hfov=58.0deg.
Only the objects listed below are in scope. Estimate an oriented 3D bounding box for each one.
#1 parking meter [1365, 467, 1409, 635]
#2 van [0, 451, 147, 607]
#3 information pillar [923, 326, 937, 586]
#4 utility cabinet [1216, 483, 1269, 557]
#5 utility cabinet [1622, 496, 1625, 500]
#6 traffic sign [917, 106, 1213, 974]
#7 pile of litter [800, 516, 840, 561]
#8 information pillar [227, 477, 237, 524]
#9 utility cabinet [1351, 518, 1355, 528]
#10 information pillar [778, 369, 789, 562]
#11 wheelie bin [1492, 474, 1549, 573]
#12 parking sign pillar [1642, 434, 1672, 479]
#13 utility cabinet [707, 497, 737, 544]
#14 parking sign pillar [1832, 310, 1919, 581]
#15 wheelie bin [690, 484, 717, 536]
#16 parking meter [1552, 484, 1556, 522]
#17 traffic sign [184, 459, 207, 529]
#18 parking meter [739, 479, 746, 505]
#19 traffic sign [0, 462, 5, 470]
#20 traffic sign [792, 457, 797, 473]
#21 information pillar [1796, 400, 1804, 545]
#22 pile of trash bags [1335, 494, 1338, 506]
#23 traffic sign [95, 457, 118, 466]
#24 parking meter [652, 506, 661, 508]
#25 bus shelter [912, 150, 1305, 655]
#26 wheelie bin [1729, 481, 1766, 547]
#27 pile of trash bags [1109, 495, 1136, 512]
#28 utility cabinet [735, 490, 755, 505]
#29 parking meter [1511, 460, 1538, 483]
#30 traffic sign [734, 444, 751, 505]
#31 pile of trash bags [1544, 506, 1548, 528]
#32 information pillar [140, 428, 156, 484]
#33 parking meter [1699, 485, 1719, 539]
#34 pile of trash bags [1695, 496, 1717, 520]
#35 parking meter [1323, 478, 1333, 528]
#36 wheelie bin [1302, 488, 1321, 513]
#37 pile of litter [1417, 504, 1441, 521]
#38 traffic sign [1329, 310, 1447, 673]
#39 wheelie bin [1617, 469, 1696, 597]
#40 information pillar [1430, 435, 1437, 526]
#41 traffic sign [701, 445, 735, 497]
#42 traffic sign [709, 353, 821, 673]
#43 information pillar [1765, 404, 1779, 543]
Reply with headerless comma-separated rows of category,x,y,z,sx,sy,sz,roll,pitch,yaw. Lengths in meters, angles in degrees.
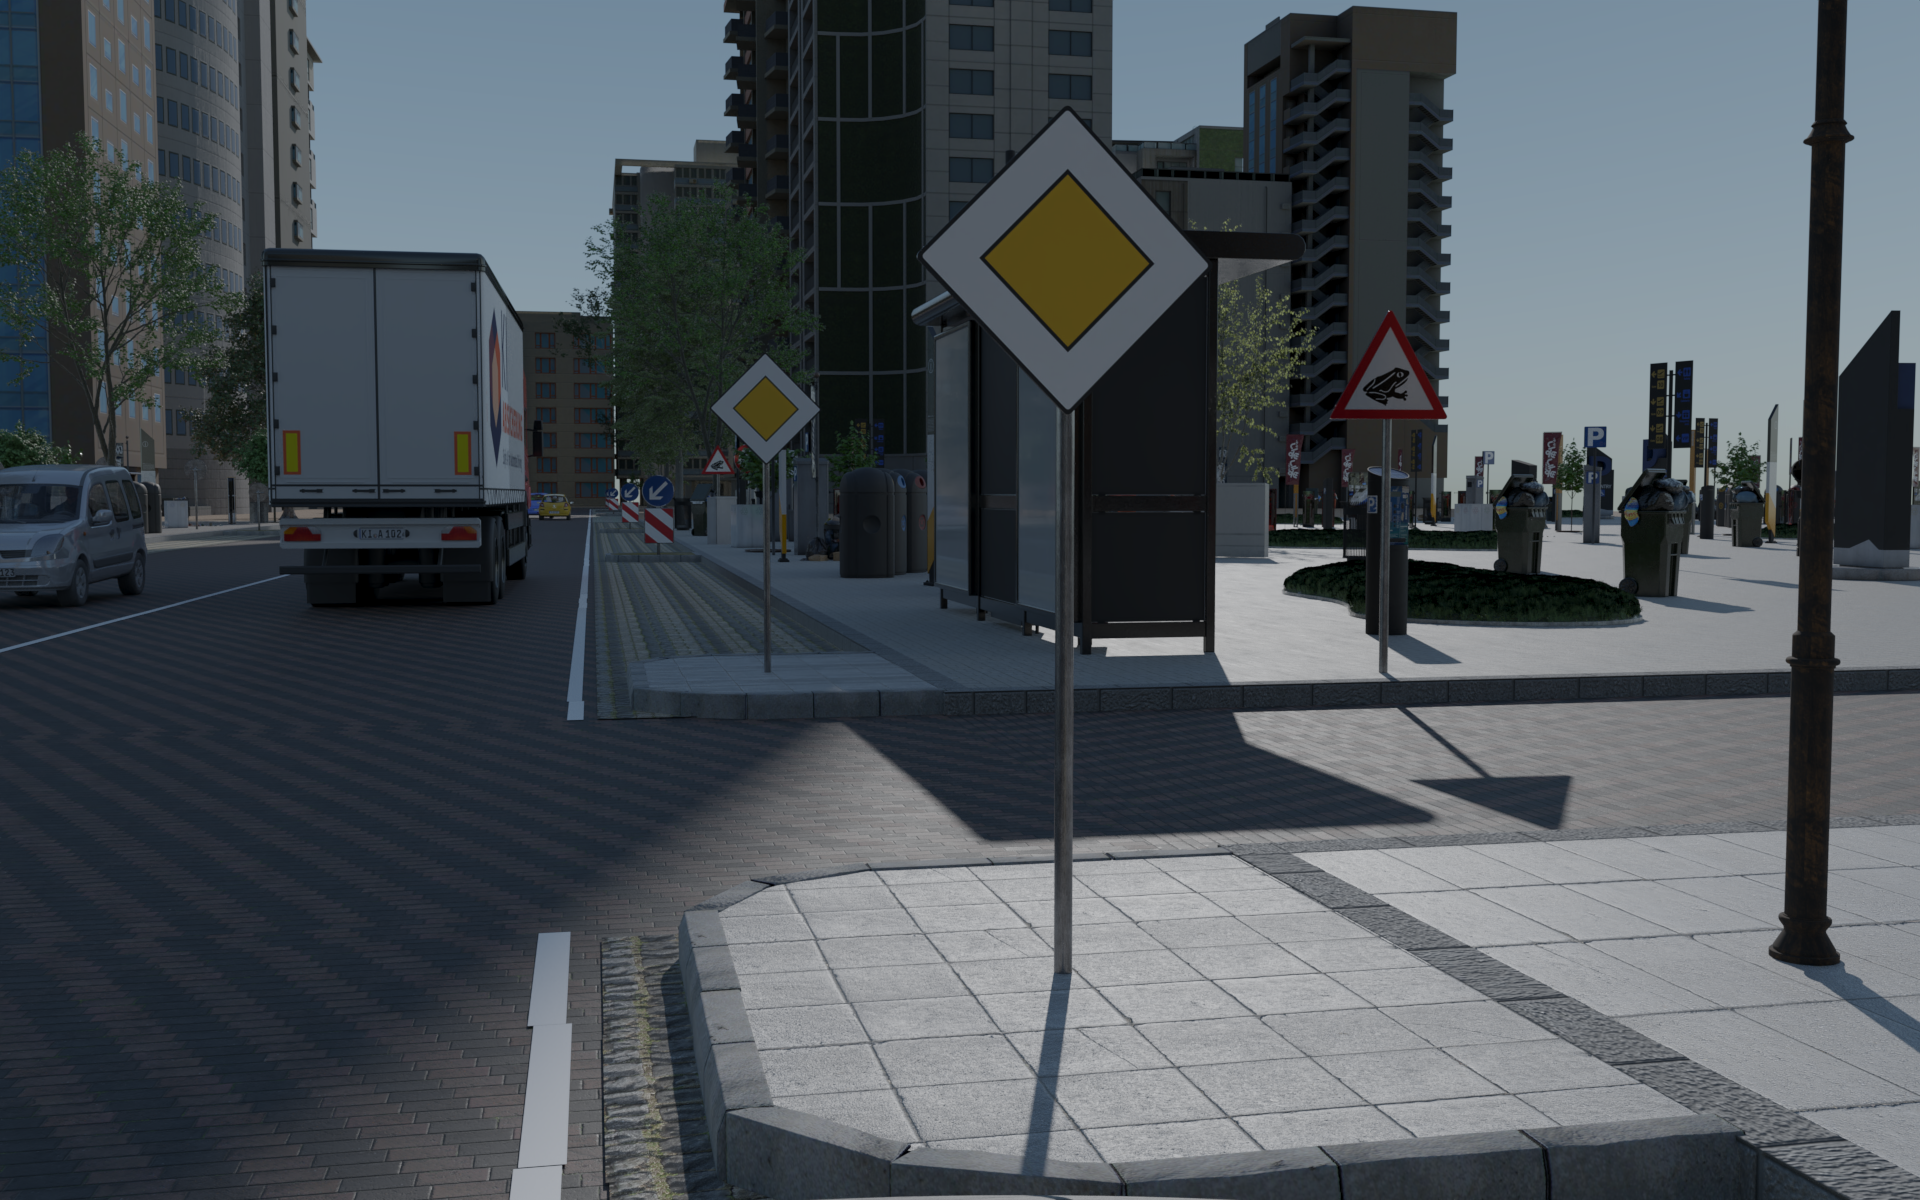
parking meter,3.911,-0.455,15.849,0.372,1.533,0.369,0,3,0
van,-12.255,-0.991,23.211,2.013,2.044,4.112,-1,4,-11
information pillar,-0.333,-2.000,24.061,0.183,3.616,0.504,-1,4,-23
utility cabinet,5.597,-1.599,34.823,1.173,1.500,0.318,2,4,26
utility cabinet,28.633,-3.878,74.559,0.306,1.237,1.020,1,4,20
traffic sign,0.274,-0.058,4.585,0.795,2.450,0.064,-1,4,-12
pile of litter,-2.297,-1.204,33.643,1.719,0.858,1.176,-1,4,-15
information pillar,-31.335,-4.284,74.533,0.304,2.012,0.304,-1,4,-16
utility cabinet,13.013,-2.721,55.647,0.306,1.237,1.020,-3,4,-38
information pillar,-3.351,-2.529,32.698,0.183,3.616,0.504,-1,4,-12
wheelie bin,9.099,-1.231,28.041,0.980,1.594,0.693,-3,5,-41
parking sign pillar,24.443,-4.421,60.756,1.447,3.967,1.447,0,4,-6
utility cabinet,-6.124,-2.041,44.539,0.306,1.237,1.020,2,4,23
parking sign pillar,13.796,-2.304,26.139,1.447,3.967,1.447,0,4,-4
wheelie bin,-7.826,-2.760,53.033,0.980,1.594,0.693,3,4,36
parking meter,27.400,-4.512,79.482,0.255,1.863,0.399,-3,5,-43
traffic sign,-27.772,-3.844,62.959,0.768,2.556,0.104,-1,4,-11
parking meter,-8.336,-3.710,66.374,0.255,1.863,0.399,-1,4,-15
traffic sign,-25.171,-2.748,44.926,0.884,2.594,0.081,0,4,-5
traffic sign,-4.125,-2.362,40.746,0.606,2.300,0.079,0,4,-6
information pillar,21.053,-3.154,42.915,0.183,3.616,0.504,-1,4,-21
pile of trash bags,20.758,-4.926,90.299,3.447,1.369,1.912,0,4,1
traffic sign,-28.904,-3.583,58.692,0.768,2.556,0.104,0,4,-7
parking meter,-13.372,-4.156,76.354,0.372,1.533,0.369,0,3,0
bus shelter,0.854,-2.469,17.993,2.179,5.291,8.768,-1,4,-12
wheelie bin,19.097,-2.088,42.040,0.693,1.594,0.980,0,4,4
pile of trash bags,4.255,-3.002,58.828,1.912,1.369,3.447,-3,5,-42
utility cabinet,-10.502,-4.676,85.128,1.173,1.500,0.318,2,4,32
parking meter,9.546,-1.444,29.318,0.255,1.863,0.399,-3,5,-42
traffic sign,-5.319,-2.672,43.795,0.768,2.556,0.104,-1,4,-8
pile of trash bags,21.517,-3.447,66.108,1.912,1.369,3.447,2,4,25
information pillar,-28.970,-4.308,61.790,0.183,3.616,0.504,3,4,38
parking meter,21.275,-2.501,49.304,0.372,1.533,0.369,0,3,0
pile of trash bags,38.184,-4.709,86.737,3.447,1.369,1.912,0,4,-2
parking meter,13.586,-3.563,63.971,0.255,1.863,0.399,0,4,-7
wheelie bin,18.980,-5.239,93.567,0.980,1.594,0.693,0,4,7
pile of litter,22.384,-4.212,82.829,1.719,0.858,1.176,0,4,7
traffic sign,3.041,-0.756,12.372,0.884,2.594,0.081,-1,4,-10
wheelie bin,8.723,-0.848,21.769,0.693,1.594,0.980,3,5,43
information pillar,18.902,-4.754,69.082,0.183,3.616,0.504,2,4,29
traffic sign,-6.453,-2.828,46.238,0.884,2.594,0.081,0,4,-6
traffic sign,-1.387,-0.535,12.396,0.795,2.450,0.064,-1,4,-12
information pillar,21.070,-3.278,44.952,0.504,3.616,0.183,-3,5,-44
